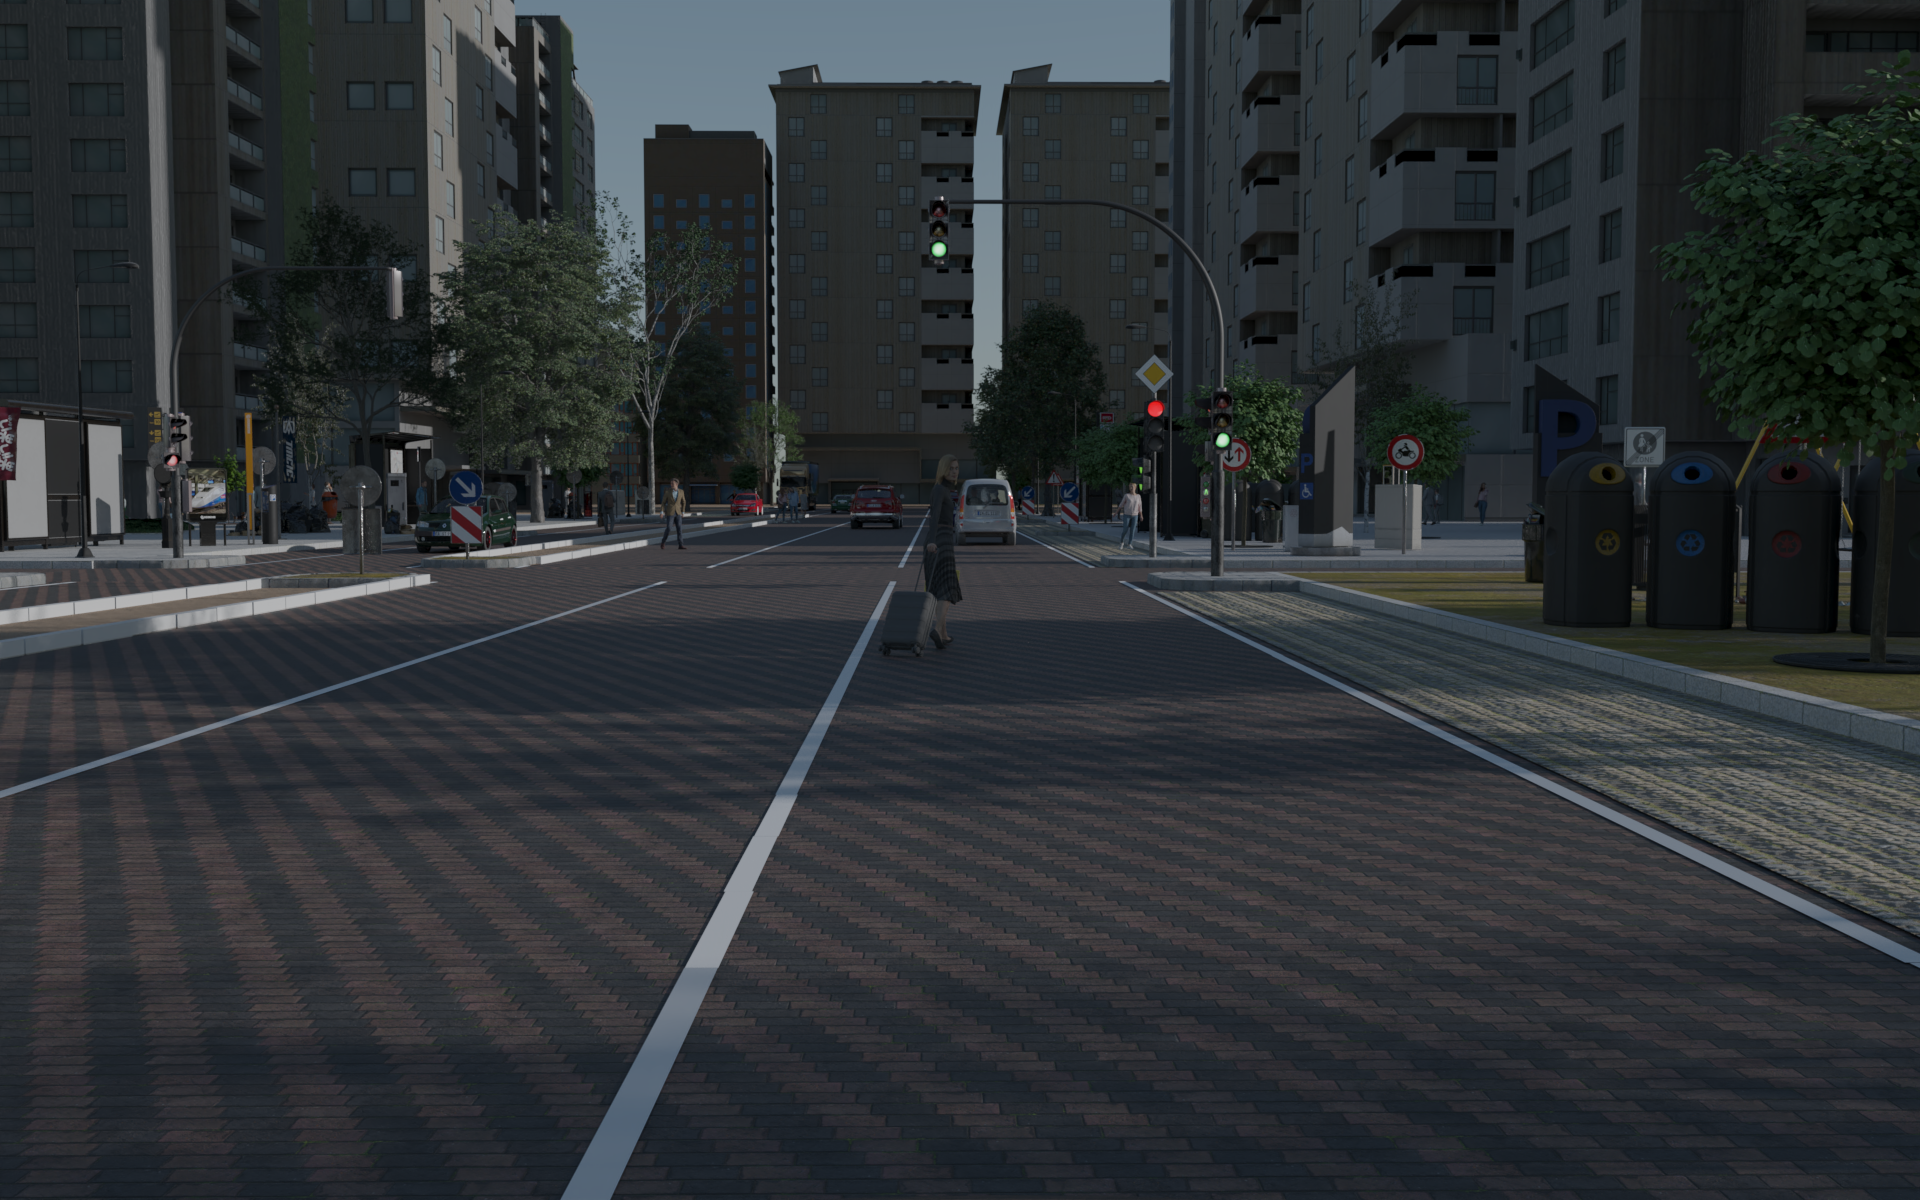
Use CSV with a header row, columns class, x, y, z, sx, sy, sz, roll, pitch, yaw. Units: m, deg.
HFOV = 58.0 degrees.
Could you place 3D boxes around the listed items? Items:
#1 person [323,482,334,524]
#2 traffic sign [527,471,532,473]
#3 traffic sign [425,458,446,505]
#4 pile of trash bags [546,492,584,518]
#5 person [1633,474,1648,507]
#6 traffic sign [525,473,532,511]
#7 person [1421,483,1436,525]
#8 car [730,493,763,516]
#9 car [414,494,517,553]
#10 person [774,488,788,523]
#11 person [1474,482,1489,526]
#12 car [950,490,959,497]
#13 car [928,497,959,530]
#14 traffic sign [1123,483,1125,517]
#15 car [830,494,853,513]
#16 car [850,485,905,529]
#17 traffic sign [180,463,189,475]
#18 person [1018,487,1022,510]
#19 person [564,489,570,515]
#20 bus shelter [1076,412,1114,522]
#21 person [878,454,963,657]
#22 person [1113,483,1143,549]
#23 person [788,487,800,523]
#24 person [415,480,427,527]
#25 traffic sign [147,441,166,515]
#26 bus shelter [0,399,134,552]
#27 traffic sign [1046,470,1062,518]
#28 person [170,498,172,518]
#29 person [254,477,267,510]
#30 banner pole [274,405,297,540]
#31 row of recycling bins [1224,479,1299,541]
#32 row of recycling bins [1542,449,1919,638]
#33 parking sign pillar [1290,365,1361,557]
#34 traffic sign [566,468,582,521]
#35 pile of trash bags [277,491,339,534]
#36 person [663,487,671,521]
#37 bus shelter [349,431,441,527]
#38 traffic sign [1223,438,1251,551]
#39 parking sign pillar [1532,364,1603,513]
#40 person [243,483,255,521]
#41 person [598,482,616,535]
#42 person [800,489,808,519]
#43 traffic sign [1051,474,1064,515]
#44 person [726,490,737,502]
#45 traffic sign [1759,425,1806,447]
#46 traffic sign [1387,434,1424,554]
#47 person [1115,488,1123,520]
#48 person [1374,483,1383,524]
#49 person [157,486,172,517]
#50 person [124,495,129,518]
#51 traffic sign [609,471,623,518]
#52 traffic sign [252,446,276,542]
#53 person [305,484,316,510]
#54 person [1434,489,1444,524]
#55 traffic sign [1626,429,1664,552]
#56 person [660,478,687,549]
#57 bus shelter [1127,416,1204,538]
class,x,y,z,sx,sy,sz,roll,pitch,yaw
person,-26.832,-4.120,73.586,0.473,1.802,0.592,0,4,-2
traffic sign,-23.075,-5.712,93.492,0.768,2.556,0.104,0,4,1
traffic sign,-18.638,-3.756,61.523,0.768,2.556,0.104,0,4,7
pile of trash bags,-21.140,-5.103,93.194,1.912,1.369,3.447,0,4,-3
person,16.525,-2.181,42.102,0.834,1.777,0.661,-1,4,-12
traffic sign,-21.140,-5.095,85.428,0.606,2.300,0.079,0,4,4
person,19.349,-3.989,71.544,0.678,1.792,0.850,-3,4,-39
car,-14.164,-6.485,115.077,2.155,1.783,4.494,0,4,0
car,-12.408,-2.068,43.596,2.009,1.686,4.222,0,4,-1
person,-8.785,-4.642,84.994,0.643,1.750,0.593,3,4,35
person,21.204,-3.893,70.291,0.593,1.750,0.643,3,5,42
car,-0.957,-9.385,162.111,2.281,1.827,5.304,0,4,0
car,-0.260,-3.263,65.926,1.945,1.354,3.894,0,4,1
traffic sign,6.688,-4.304,70.476,0.768,2.556,0.104,1,4,9
car,-8.663,-7.195,129.443,2.131,1.459,4.920,0,4,-1
car,-3.481,-3.919,72.757,2.281,1.827,5.304,0,4,0
traffic sign,-21.696,-2.936,48.002,0.884,2.594,0.081,1,4,8
person,4.748,-7.980,136.508,0.705,1.826,1.348,0,4,-2
person,-24.495,-6.262,108.625,0.583,1.804,0.606,1,4,20
bus shelter,6.506,-6.408,82.395,2.179,5.291,8.768,0,4,-1
person,-0.320,-0.440,15.919,0.699,1.804,1.509,2,4,28
person,4.281,-2.170,44.659,0.731,1.740,0.598,-1,4,-21
person,-8.294,-4.747,86.386,0.793,1.790,0.793,3,5,40
person,-18.828,-3.313,60.562,0.444,1.785,0.601,1,4,23
traffic sign,-19.149,-2.541,41.649,0.768,2.556,0.104,0,3,0
bus shelter,-21.917,-3.781,39.456,2.179,5.291,8.768,0,4,-1
traffic sign,5.003,-5.654,92.444,0.884,2.594,0.081,0,4,0
person,-33.450,-3.774,73.245,1.012,1.151,0.738,3,4,38
person,-22.153,-3.000,55.194,0.635,1.810,0.391,-1,4,-21
banner pole,-19.023,-3.597,48.824,0.401,3.779,0.863,2,4,32
row of recycling bins,8.964,-2.471,47.513,3.534,1.692,1.069,0,4,1
row of recycling bins,7.383,-0.570,16.435,3.534,1.692,1.069,2,4,25
parking sign pillar,7.646,-2.914,36.122,1.447,3.967,1.447,-3,5,-40
traffic sign,-18.615,-5.103,83.536,0.768,2.556,0.104,0,4,4
pile of trash bags,-21.807,-2.928,57.623,1.912,1.369,3.447,1,4,13
person,-15.839,-5.217,93.778,0.573,1.828,0.580,1,4,22
bus shelter,-21.998,-4.672,67.670,1.731,3.624,6.357,0,4,-1
traffic sign,6.202,-2.394,39.250,0.768,2.556,0.104,1,4,8
parking sign pillar,12.539,-2.892,35.761,1.447,3.967,1.447,0,4,5
person,-33.396,-4.623,81.492,0.748,1.841,0.638,-1,4,-17
person,-11.525,-2.938,56.507,0.622,1.834,0.822,0,4,-3
person,-8.860,-5.455,98.442,0.466,1.731,0.760,-1,4,-9
traffic sign,6.136,-6.628,108.376,0.884,2.594,0.081,0,4,2
person,-15.596,-6.764,119.921,1.217,1.723,0.721,-1,4,-15
traffic sign,8.840,-1.113,18.209,0.884,2.594,0.081,0,4,7
traffic sign,9.458,-2.247,36.840,0.768,2.556,0.104,1,4,9
person,7.985,-4.878,86.071,0.520,1.790,0.573,3,5,45
person,16.806,-3.804,69.069,0.643,1.720,0.563,0,4,-1
person,-30.636,-3.676,66.730,0.593,1.750,0.643,-1,4,-11
person,-37.937,-4.179,78.625,0.306,1.304,0.590,2,4,35
traffic sign,-18.608,-5.730,93.798,0.768,2.556,0.104,0,4,2
traffic sign,-18.699,-2.832,46.401,0.768,2.556,0.104,0,4,6
person,-29.455,-4.399,78.536,0.524,1.755,0.480,-2,4,-28
person,20.650,-4.057,74.963,0.523,1.515,0.503,0,4,3
traffic sign,10.458,-1.493,26.532,0.606,2.300,0.079,0,4,2
person,-7.455,-2.229,44.861,0.836,1.842,0.656,2,4,32
bus shelter,6.398,-3.847,54.179,1.731,3.624,6.357,0,4,-1
